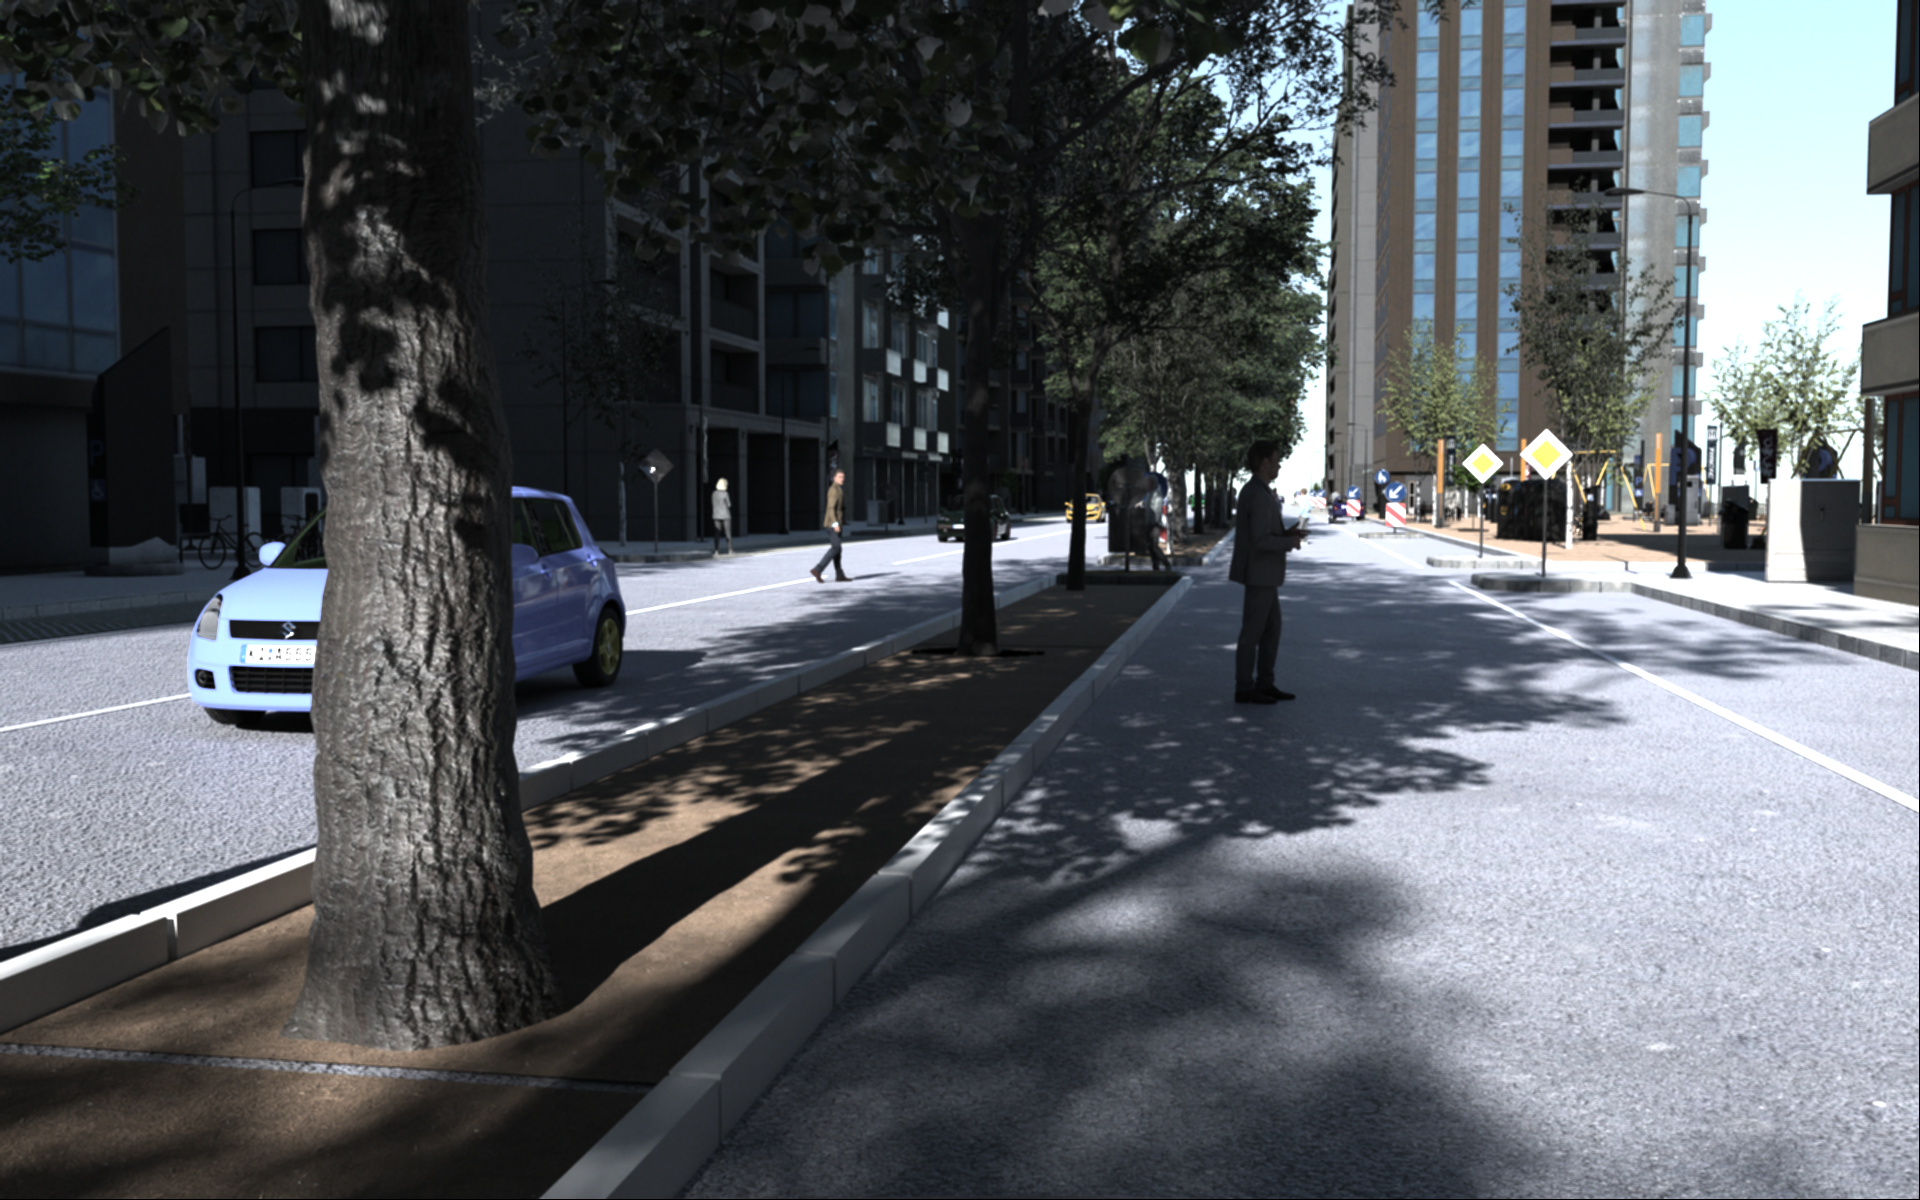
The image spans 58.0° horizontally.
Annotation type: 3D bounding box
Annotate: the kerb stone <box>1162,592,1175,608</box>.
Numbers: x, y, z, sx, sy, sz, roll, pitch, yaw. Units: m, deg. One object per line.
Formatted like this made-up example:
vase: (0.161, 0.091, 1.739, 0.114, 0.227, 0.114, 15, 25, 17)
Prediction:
kerb stone: (2.560, 0.042, 21.541, 0.120, 0.150, 1.000, 1, 4, 10)

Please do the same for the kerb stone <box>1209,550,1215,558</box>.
kerb stone: (5.359, -0.919, 37.214, 0.120, 0.150, 1.000, 1, 4, 10)

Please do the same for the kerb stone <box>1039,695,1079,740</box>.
kerb stone: (0.586, 0.720, 10.431, 0.120, 0.150, 1.000, 1, 4, 10)

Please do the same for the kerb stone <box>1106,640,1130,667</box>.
kerb stone: (1.302, 0.473, 14.474, 0.120, 0.150, 1.000, 1, 4, 10)

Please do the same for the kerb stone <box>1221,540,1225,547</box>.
kerb stone: (6.798, -1.410, 45.300, 0.120, 0.150, 1.000, 1, 4, 10)

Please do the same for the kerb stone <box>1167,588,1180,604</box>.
kerb stone: (2.739, -0.022, 22.550, 0.120, 0.150, 1.000, 1, 4, 10)

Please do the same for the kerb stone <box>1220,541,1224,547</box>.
kerb stone: (6.619, -1.351, 44.293, 0.120, 0.150, 1.000, 1, 4, 10)

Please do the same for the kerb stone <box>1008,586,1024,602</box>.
kerb stone: (0.684, -0.047, 22.962, 0.120, 0.150, 1.000, 1, 4, 10)

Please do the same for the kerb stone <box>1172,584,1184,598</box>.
kerb stone: (2.926, -0.084, 23.562, 0.120, 0.150, 1.000, 1, 4, 10)

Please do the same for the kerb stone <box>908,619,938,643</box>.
kerb stone: (-0.391, 0.324, 16.892, 0.120, 0.150, 1.000, 1, 4, 10)

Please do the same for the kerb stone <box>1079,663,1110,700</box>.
kerb stone: (0.953, 0.596, 12.454, 0.120, 0.150, 1.000, 1, 4, 10)

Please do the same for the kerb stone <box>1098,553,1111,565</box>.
kerb stone: (2.939, -0.819, 35.589, 0.120, 0.150, 1.000, 1, 4, 10)

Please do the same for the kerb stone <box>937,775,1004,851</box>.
kerb stone: (0.042, 0.912, 7.377, 0.120, 0.150, 1.000, 1, 4, 10)

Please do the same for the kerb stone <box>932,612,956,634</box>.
kerb stone: (-0.219, 0.263, 17.900, 0.120, 0.150, 1.000, 1, 4, 10)

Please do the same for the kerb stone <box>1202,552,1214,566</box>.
kerb stone: (5.180, -0.857, 36.204, 0.120, 0.150, 1.000, 1, 4, 10)

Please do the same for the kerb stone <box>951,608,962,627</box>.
kerb stone: (-0.034, 0.201, 18.909, 0.120, 0.150, 1.000, 1, 4, 10)

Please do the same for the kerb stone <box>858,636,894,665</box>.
kerb stone: (-0.750, 0.452, 14.875, 0.120, 0.150, 1.000, 1, 4, 10)

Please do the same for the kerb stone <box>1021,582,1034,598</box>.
kerb stone: (0.864, -0.108, 23.969, 0.120, 0.150, 1.000, 1, 4, 10)

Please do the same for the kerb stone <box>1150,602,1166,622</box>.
kerb stone: (2.207, 0.163, 19.526, 0.120, 0.150, 1.000, 1, 4, 10)

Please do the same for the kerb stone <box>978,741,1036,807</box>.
kerb stone: (0.228, 0.844, 8.398, 0.120, 0.150, 1.000, 1, 4, 10)

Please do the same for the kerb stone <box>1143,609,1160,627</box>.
kerb stone: (2.025, 0.227, 18.520, 0.120, 0.150, 1.000, 1, 4, 10)

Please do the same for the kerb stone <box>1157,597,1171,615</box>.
kerb stone: (2.388, 0.102, 20.532, 0.120, 0.150, 1.000, 1, 4, 10)

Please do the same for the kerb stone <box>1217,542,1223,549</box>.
kerb stone: (6.439, -1.285, 43.277, 0.120, 0.150, 1.000, 1, 4, 10)

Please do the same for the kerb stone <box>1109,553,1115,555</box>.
kerb stone: (3.116, -0.878, 36.596, 0.120, 0.150, 1.000, 1, 4, 10)

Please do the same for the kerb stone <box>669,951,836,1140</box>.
kerb stone: (-0.500, 1.093, 4.334, 0.120, 0.150, 1.000, 1, 4, 10)

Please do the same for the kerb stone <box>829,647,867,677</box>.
kerb stone: (-0.939, 0.517, 13.867, 0.120, 0.150, 1.000, 1, 4, 10)

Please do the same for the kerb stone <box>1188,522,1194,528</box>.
kerb stone: (10.308, -3.347, 76.966, 0.120, 0.150, 1.000, 1, 4, 10)

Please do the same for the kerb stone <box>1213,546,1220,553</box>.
kerb stone: (5.903, -1.103, 40.257, 0.120, 0.150, 1.000, 1, 4, 10)

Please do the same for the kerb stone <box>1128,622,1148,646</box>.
kerb stone: (1.669, 0.348, 16.504, 0.120, 0.150, 1.000, 1, 4, 10)

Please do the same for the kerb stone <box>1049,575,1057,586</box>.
kerb stone: (1.406, -0.293, 26.987, 0.120, 0.150, 1.000, 1, 4, 10)

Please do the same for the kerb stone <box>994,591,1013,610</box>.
kerb stone: (0.508, 0.015, 21.952, 0.120, 0.150, 1.000, 1, 4, 10)

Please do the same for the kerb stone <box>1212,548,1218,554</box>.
kerb stone: (5.725, -1.042, 39.248, 0.120, 0.150, 1.000, 1, 4, 10)

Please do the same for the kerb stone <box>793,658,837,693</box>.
kerb stone: (-1.113, 0.574, 12.856, 0.120, 0.150, 1.000, 1, 4, 10)

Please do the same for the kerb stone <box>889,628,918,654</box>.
kerb stone: (-0.568, 0.392, 15.885, 0.120, 0.150, 1.000, 1, 4, 10)

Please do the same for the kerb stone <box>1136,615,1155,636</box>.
kerb stone: (1.848, 0.287, 17.510, 0.120, 0.150, 1.000, 1, 4, 10)

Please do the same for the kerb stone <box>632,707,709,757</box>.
kerb stone: (-1.655, 0.756, 9.832, 0.120, 0.150, 1.000, 1, 4, 10)

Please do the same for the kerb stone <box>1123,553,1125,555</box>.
kerb stone: (3.651, -1.062, 39.615, 0.120, 0.150, 1.000, 1, 4, 10)

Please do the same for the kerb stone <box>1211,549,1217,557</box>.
kerb stone: (5.539, -0.981, 38.229, 0.120, 0.150, 1.000, 1, 4, 10)

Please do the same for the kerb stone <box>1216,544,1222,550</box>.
kerb stone: (6.258, -1.228, 42.270, 0.120, 0.150, 1.000, 1, 4, 10)

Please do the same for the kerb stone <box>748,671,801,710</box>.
kerb stone: (-1.300, 0.633, 11.848, 0.120, 0.150, 1.000, 1, 4, 10)

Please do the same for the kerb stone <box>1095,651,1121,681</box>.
kerb stone: (1.130, 0.538, 13.462, 0.120, 0.150, 1.000, 1, 4, 10)

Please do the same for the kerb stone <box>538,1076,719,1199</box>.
kerb stone: (-0.677, 1.156, 3.327, 0.120, 0.150, 1.000, 1, 4, 10)

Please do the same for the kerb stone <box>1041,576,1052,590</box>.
kerb stone: (1.215, -0.228, 25.983, 0.120, 0.150, 1.000, 1, 4, 10)

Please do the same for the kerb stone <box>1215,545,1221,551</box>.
kerb stone: (6.077, -1.163, 41.264, 0.120, 0.150, 1.000, 1, 4, 10)

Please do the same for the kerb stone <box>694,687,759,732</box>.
kerb stone: (-1.475, 0.695, 10.839, 0.120, 0.150, 1.000, 1, 4, 10)

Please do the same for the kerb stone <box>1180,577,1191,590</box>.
kerb stone: (3.291, -0.208, 25.592, 0.120, 0.150, 1.000, 1, 4, 10)

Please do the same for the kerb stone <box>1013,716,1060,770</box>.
kerb stone: (0.410, 0.782, 9.413, 0.120, 0.150, 1.000, 1, 4, 10)

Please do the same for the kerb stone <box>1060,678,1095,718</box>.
kerb stone: (0.766, 0.658, 11.438, 0.120, 0.150, 1.000, 1, 4, 10)

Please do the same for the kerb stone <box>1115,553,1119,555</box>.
kerb stone: (3.284, -0.942, 37.604, 0.120, 0.150, 1.000, 1, 4, 10)

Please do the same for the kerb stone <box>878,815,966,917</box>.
kerb stone: (-0.133, 0.968, 6.370, 0.120, 0.150, 1.000, 1, 4, 10)

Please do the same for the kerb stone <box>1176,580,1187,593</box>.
kerb stone: (3.105, -0.143, 24.584, 0.120, 0.150, 1.000, 1, 4, 10)

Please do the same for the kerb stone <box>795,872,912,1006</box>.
kerb stone: (-0.318, 1.031, 5.345, 0.120, 0.150, 1.000, 1, 4, 10)

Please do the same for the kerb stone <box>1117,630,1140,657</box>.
kerb stone: (1.486, 0.410, 15.492, 0.120, 0.150, 1.000, 1, 4, 10)

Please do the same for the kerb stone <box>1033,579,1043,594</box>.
kerb stone: (1.042, -0.167, 24.976, 0.120, 0.150, 1.000, 1, 4, 10)

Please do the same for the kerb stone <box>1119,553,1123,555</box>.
kerb stone: (3.478, -1.004, 38.607, 0.120, 0.150, 1.000, 1, 4, 10)
